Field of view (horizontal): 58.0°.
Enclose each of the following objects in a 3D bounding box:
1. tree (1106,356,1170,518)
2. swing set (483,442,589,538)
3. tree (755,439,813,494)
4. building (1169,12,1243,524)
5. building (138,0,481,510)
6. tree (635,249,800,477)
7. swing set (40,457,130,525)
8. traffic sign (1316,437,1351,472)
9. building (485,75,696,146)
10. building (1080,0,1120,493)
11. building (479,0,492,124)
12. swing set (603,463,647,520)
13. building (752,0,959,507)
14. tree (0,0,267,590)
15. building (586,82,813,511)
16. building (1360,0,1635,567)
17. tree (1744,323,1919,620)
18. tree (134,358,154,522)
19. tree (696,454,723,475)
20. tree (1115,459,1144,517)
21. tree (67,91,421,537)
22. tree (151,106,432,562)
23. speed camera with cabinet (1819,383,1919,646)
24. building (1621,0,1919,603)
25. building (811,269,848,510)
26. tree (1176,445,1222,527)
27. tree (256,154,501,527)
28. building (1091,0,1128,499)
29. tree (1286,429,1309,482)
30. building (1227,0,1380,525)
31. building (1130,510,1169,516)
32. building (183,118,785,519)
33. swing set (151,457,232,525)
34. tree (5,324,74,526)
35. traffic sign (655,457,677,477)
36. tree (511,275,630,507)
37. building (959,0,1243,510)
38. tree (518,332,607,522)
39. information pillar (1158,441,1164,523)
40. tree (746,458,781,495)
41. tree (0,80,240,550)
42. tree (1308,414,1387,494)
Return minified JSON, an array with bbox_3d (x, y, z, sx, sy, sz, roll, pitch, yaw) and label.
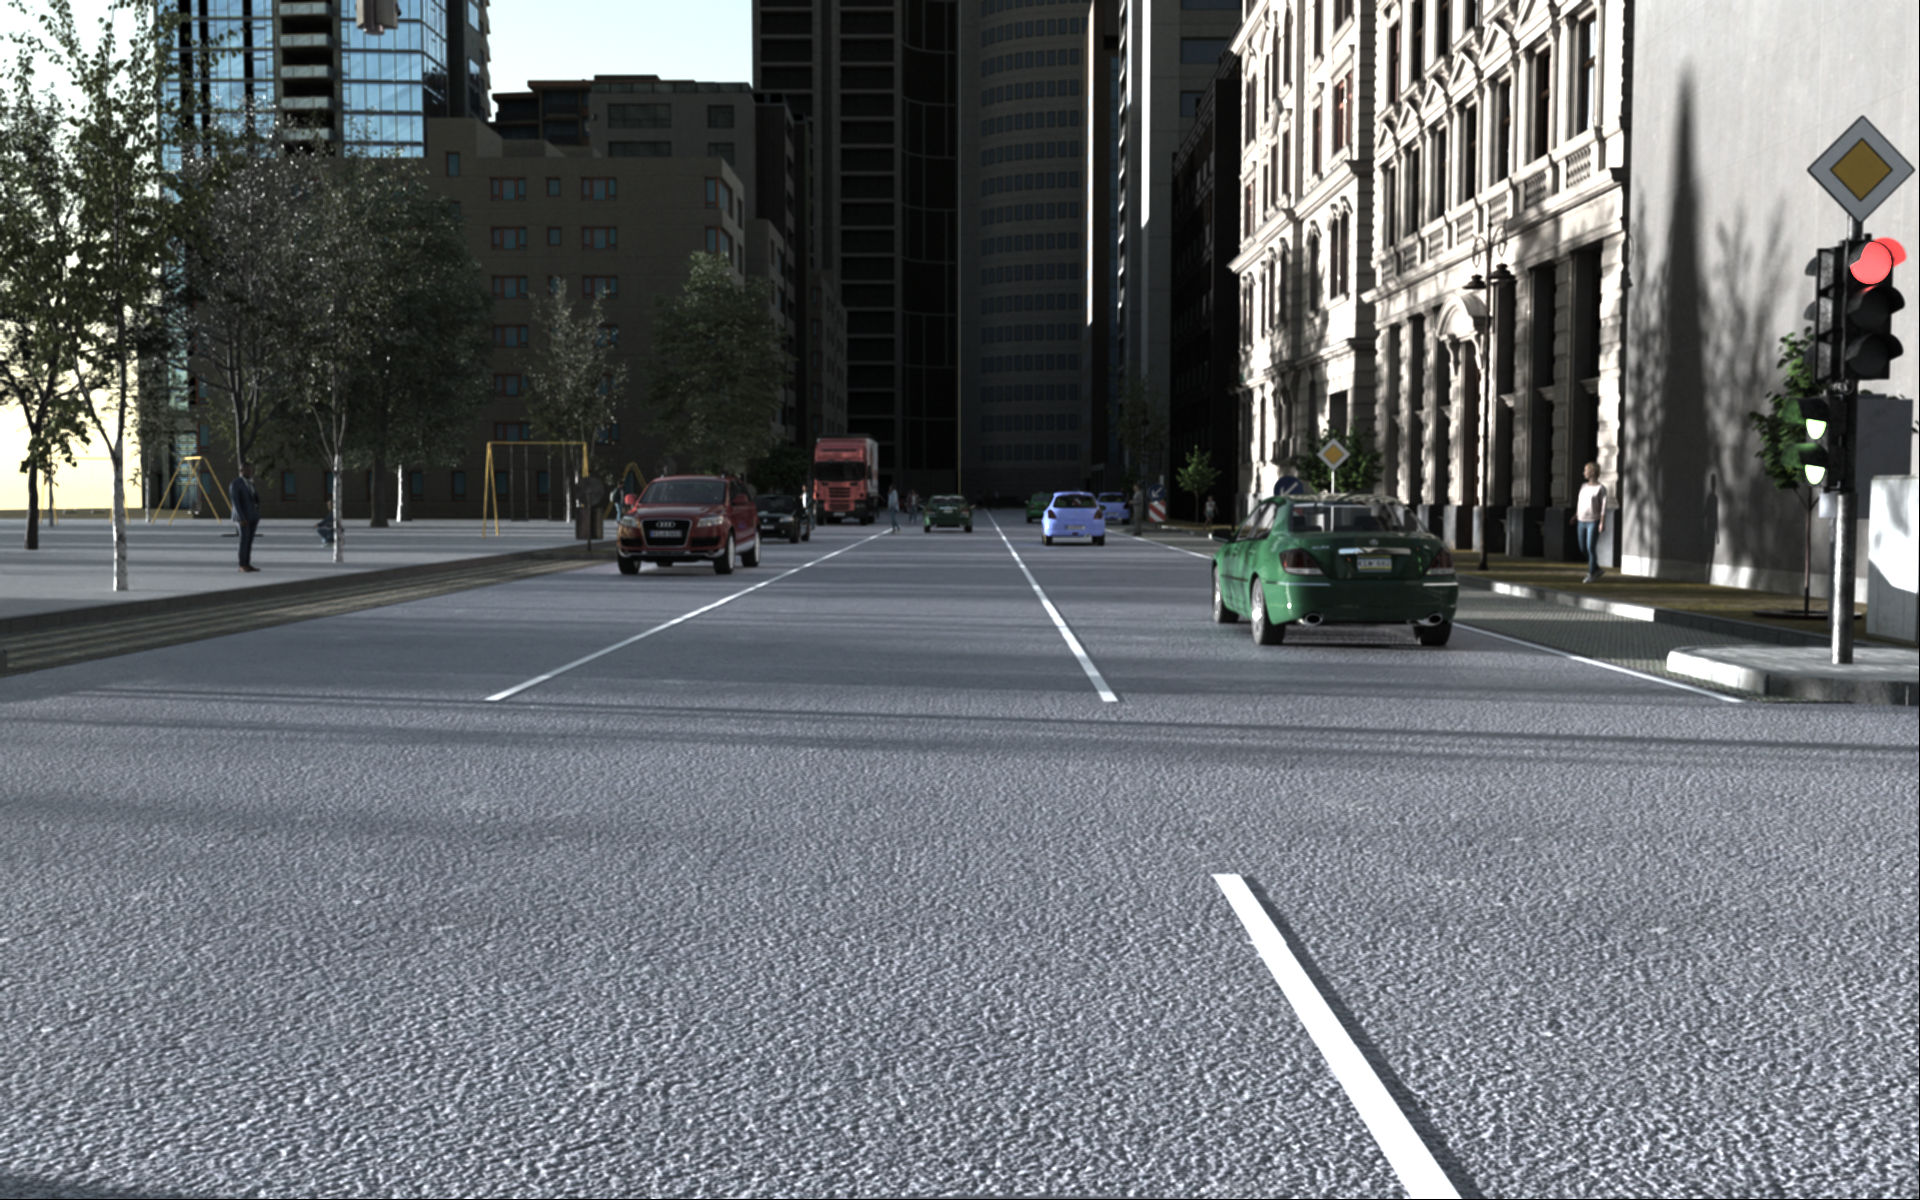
[{"bbox_3d":[9.610,-8.655,91.874,4.737,8.622,4.395,0,3,0],"label":"tree"},{"bbox_3d":[-12.796,-3.329,52.041,3.119,2.851,2.862,0,4,-7],"label":"swing set"},{"bbox_3d":[-10.126,-7.101,99.811,4.285,4.588,4.351,0,3,0],"label":"tree"},{"bbox_3d":[16.816,-15.329,80.315,12.332,23.373,15.834,0,4,1],"label":"building"},{"bbox_3d":[-55.160,-51.256,150.714,31.000,86.520,22.319,0,4,1],"label":"building"},{"bbox_3d":[-11.424,-9.975,81.214,7.486,12.596,7.792,0,3,0],"label":"tree"},{"bbox_3d":[-37.622,-4.709,74.607,3.119,2.851,2.862,-3,5,-41],"label":"swing set"},{"bbox_3d":[8.658,-2.469,40.098,0.795,2.593,0.064,1,4,10],"label":"traffic sign"},{"bbox_3d":[-35.383,-32.379,184.013,28.867,44.769,22.147,0,4,1],"label":"building"},{"bbox_3d":[18.279,-30.897,155.278,14.600,45.320,14.200,0,4,1],"label":"building"},{"bbox_3d":[-64.714,-39.236,183.503,28.212,58.520,21.231,0,4,1],"label":"building"},{"bbox_3d":[-16.554,-5.489,87.360,2.862,2.851,3.119,-1,4,-14],"label":"swing set"},{"bbox_3d":[-10.435,-45.484,181.911,20.611,71.187,20.563,0,4,1],"label":"building"},{"bbox_3d":[-11.433,-4.432,22.829,4.737,8.622,4.395,0,3,0],"label":"tree"},{"bbox_3d":[-18.357,-21.619,125.164,14.160,30.474,14.107,0,4,1],"label":"building"},{"bbox_3d":[16.270,-12.834,38.720,11.050,23.489,19.941,0,4,1],"label":"building"},{"bbox_3d":[8.767,-1.424,17.881,1.663,3.219,1.824,0,3,0],"label":"tree"},{"bbox_3d":[-37.058,-7.881,79.213,4.360,8.622,3.978,0,3,0],"label":"tree"},{"bbox_3d":[-10.732,-4.962,75.726,1.663,3.219,1.824,0,3,0],"label":"tree"},{"bbox_3d":[9.610,-6.249,96.776,1.663,3.219,1.824,0,3,0],"label":"tree"},{"bbox_3d":[-21.701,-8.684,52.356,12.009,13.543,11.850,0,3,0],"label":"tree"},{"bbox_3d":[-11.958,-5.028,32.567,4.360,8.622,3.978,0,3,0],"label":"tree"},{"bbox_3d":[8.407,-1.293,15.472,0.660,3.252,2.038,0,4,4],"label":"speed camera with cabinet"},{"bbox_3d":[25.545,-12.298,20.132,30.058,24.678,14.314,0,4,1],"label":"building"},{"bbox_3d":[-25.230,-18.676,150.392,28.899,21.520,27.650,0,4,1],"label":"building"},{"bbox_3d":[9.273,-4.490,68.018,1.663,3.219,1.824,0,3,0],"label":"tree"},{"bbox_3d":[-22.477,-9.799,66.876,9.857,13.997,8.962,0,3,0],"label":"tree"},{"bbox_3d":[21.448,-42.742,137.087,20.563,71.187,20.611,0,4,1],"label":"building"},{"bbox_3d":[9.414,-3.040,44.303,1.663,3.219,1.824,0,3,0],"label":"tree"},{"bbox_3d":[17.633,-16.703,60.492,14.401,28.519,23.554,0,4,1],"label":"building"},{"bbox_3d":[21.410,-34.882,112.325,21.231,58.520,28.212,0,4,1],"label":"building"},{"bbox_3d":[-25.883,-15.814,103.602,27.650,21.520,28.899,0,4,1],"label":"building"},{"bbox_3d":[-32.638,-4.658,73.781,2.862,2.851,3.119,-3,4,-38],"label":"swing set"},{"bbox_3d":[-35.831,-7.227,68.526,4.360,8.622,3.978,0,3,0],"label":"tree"},{"bbox_3d":[-10.082,-3.629,59.443,0.768,2.556,0.104,0,4,7],"label":"traffic sign"},{"bbox_3d":[-12.803,-6.574,57.841,4.360,8.622,3.978,0,3,0],"label":"tree"},{"bbox_3d":[13.980,-39.177,182.546,28.212,58.520,21.231,0,4,1],"label":"building"},{"bbox_3d":[-17.739,-7.817,78.177,4.737,8.622,4.395,0,3,0],"label":"tree"},{"bbox_3d":[8.877,-5.194,76.278,0.183,3.616,0.504,0,4,-5],"label":"information pillar"},{"bbox_3d":[-10.677,-5.983,92.416,1.663,3.219,1.824,0,3,0],"label":"tree"},{"bbox_3d":[-21.303,-6.430,39.539,8.767,10.594,7.601,-3,5,-42],"label":"tree"},{"bbox_3d":[9.569,-2.895,41.928,1.663,3.219,1.824,0,3,0],"label":"tree"}]
